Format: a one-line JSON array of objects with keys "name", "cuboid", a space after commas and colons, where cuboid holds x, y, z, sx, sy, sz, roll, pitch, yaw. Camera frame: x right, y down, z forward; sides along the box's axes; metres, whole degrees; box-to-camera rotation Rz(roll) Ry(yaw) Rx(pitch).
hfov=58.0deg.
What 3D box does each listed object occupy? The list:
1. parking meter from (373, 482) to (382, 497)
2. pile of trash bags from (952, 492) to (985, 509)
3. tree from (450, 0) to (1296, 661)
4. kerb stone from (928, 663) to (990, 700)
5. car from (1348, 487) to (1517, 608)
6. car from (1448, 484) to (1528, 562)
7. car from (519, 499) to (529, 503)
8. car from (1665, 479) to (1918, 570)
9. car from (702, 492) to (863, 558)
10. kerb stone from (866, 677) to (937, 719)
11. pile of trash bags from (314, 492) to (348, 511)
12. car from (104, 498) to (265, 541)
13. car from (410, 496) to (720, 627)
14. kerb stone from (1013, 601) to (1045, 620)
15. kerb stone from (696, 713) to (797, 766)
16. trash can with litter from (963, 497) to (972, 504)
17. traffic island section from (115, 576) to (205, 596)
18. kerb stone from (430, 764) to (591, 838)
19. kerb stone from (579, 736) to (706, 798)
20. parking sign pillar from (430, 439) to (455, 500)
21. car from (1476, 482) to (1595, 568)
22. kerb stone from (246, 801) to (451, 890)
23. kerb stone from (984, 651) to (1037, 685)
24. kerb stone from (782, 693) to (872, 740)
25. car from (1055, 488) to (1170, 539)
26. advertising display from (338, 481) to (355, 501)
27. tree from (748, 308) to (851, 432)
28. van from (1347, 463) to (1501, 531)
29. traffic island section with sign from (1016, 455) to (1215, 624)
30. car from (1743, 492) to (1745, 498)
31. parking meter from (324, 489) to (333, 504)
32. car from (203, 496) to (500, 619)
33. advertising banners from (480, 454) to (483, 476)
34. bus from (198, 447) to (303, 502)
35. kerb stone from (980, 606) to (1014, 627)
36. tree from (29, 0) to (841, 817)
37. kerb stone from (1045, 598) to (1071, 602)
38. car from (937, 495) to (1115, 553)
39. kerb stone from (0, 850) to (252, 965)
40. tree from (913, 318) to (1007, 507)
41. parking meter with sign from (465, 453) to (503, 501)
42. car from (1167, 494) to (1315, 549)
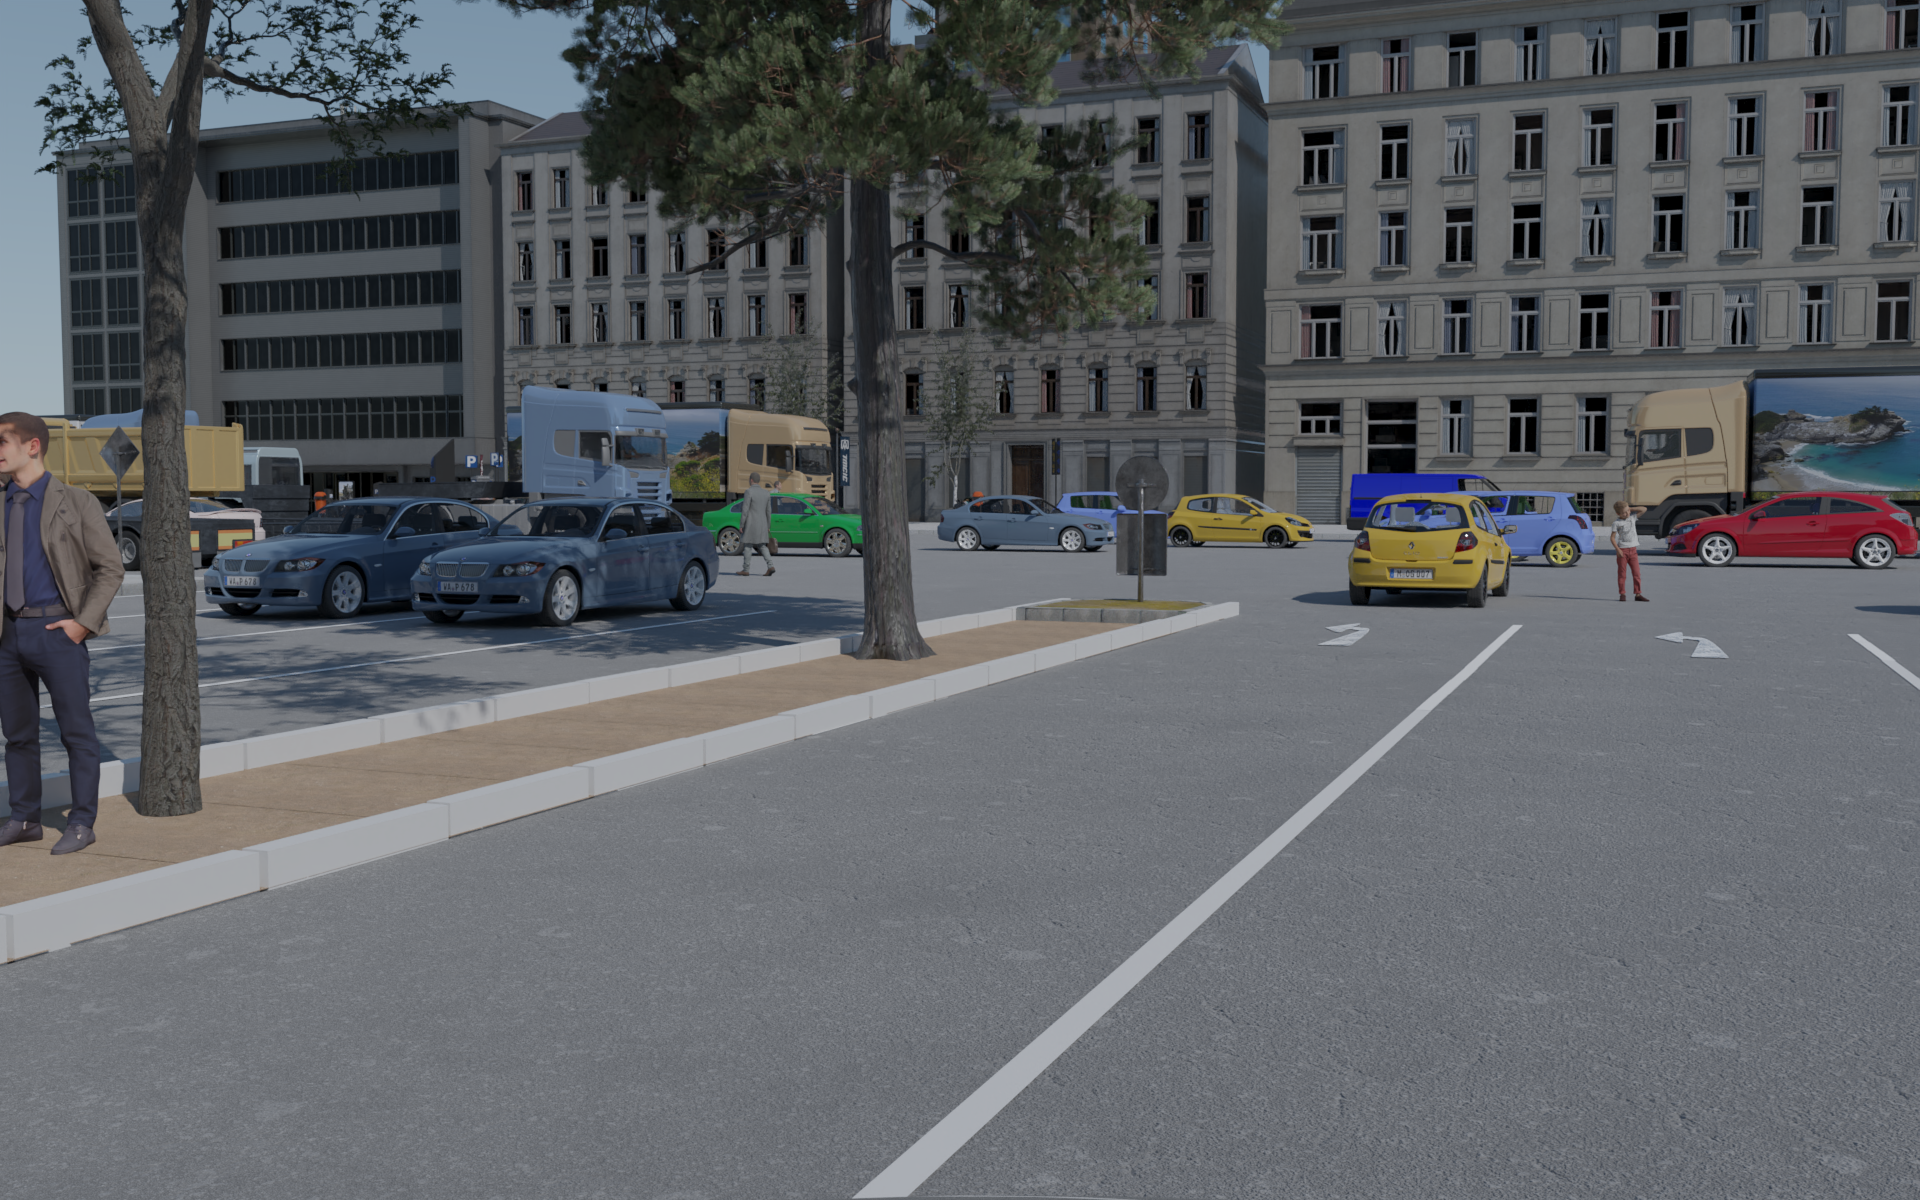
[{"name": "parking meter", "cuboid": [-28.090, -4.764, 83.605, 0.399, 1.863, 0.255, 1, 4, 20]}, {"name": "pile of trash bags", "cuboid": [0.592, -3.361, 64.704, 1.912, 1.369, 3.447, 0, 4, -4]}, {"name": "tree", "cuboid": [-0.713, -6.428, 14.983, 7.806, 13.903, 7.818, 0, 3, 0]}, {"name": "kerb stone", "cuboid": [-0.035, 0.594, 12.479, 0.120, 0.150, 1.000, 1, 4, 22]}, {"name": "car", "cuboid": [6.424, -0.808, 23.432, 2.015, 1.641, 3.980, 2, 4, 24]}, {"name": "car", "cuboid": [10.803, -1.723, 37.767, 3.694, 1.707, 1.945, 1, 4, 22]}, {"name": "car", "cuboid": [-13.969, -3.133, 61.011, 4.222, 1.686, 2.009, 1, 4, 23]}, {"name": "car", "cuboid": [16.316, -1.533, 34.107, 4.494, 1.783, 2.155, 1, 4, 22]}, {"name": "car", "cuboid": [-3.725, -1.922, 40.213, 4.718, 1.807, 1.959, 1, 4, 22]}, {"name": "kerb stone", "cuboid": [-0.422, 0.656, 11.526, 0.120, 0.150, 1.000, 1, 4, 22]}, {"name": "pile of trash bags", "cuboid": [-27.559, -4.080, 76.455, 1.912, 1.369, 3.447, 0, 4, 5]}, {"name": "car", "cuboid": [-17.462, -1.556, 37.807, 4.827, 1.381, 2.083, 1, 4, 22]}, {"name": "car", "cuboid": [-4.517, -0.514, 20.408, 2.014, 1.417, 4.499, 1, 4, 22]}, {"name": "kerb stone", "cuboid": [0.729, 0.139, 19.932, 0.120, 0.150, 1.000, 1, 4, 22]}, {"name": "kerb stone", "cuboid": [-1.206, 0.779, 9.612, 0.120, 0.150, 1.000, 1, 4, 22]}, {"name": "trash can with litter", "cuboid": [0.274, -3.934, 75.708, 0.624, 1.170, 1.055, -1, 4, -18]}, {"name": "traffic island section", "cuboid": [-12.396, -0.201, 25.568, 2.009, 0.180, 2.903, 1, 4, 22]}, {"name": "kerb stone", "cuboid": [-1.990, 0.891, 7.697, 0.120, 0.150, 1.000, 1, 4, 22]}, {"name": "kerb stone", "cuboid": [-1.593, 0.831, 8.657, 0.120, 0.150, 1.000, 1, 4, 22]}, {"name": "parking sign pillar", "cuboid": [-25.103, -5.843, 84.004, 1.447, 3.967, 1.447, 2, 4, 26]}, {"name": "car", "cuboid": [10.819, -1.545, 34.852, 3.694, 1.707, 1.945, 1, 4, 23]}, {"name": "kerb stone", "cuboid": [-2.366, 0.951, 6.740, 0.120, 0.150, 1.000, 1, 4, 22]}, {"name": "kerb stone", "cuboid": [0.351, 0.536, 13.437, 0.120, 0.150, 1.000, 1, 4, 22]}, {"name": "kerb stone", "cuboid": [-0.821, 0.711, 10.565, 0.120, 0.150, 1.000, 1, 4, 22]}, {"name": "car", "cuboid": [4.410, -2.455, 49.736, 3.694, 1.707, 1.945, 1, 4, 20]}, {"name": "advertising display", "cuboid": [-30.225, -4.904, 85.388, 0.974, 1.923, 0.123, 2, 4, 25]}, {"name": "tree", "cuboid": [-6.673, -7.297, 69.661, 4.360, 8.622, 3.978, 0, 3, 0]}, {"name": "van", "cuboid": [14.202, -2.864, 51.205, 5.245, 2.365, 2.240, 1, 4, 23]}, {"name": "traffic island section with sign", "cuboid": [1.923, -0.727, 20.021, 2.006, 1.907, 1.989, 1, 4, 22]}, {"name": "car", "cuboid": [20.851, -2.127, 43.813, 4.494, 1.783, 2.155, 1, 4, 20]}, {"name": "parking meter", "cuboid": [-29.914, -4.507, 82.093, 0.372, 1.533, 0.369, 0, 3, 0]}, {"name": "car", "cuboid": [-7.252, -0.585, 21.569, 2.014, 1.417, 4.499, 1, 4, 23]}, {"name": "advertising banners", "cuboid": [-21.099, -4.869, 75.795, 0.090, 3.025, 2.074, 0, 4, -1]}, {"name": "bus", "cuboid": [-33.110, -4.659, 71.040, 13.247, 3.499, 2.948, 1, 4, 21]}, {"name": "kerb stone", "cuboid": [0.335, 0.205, 18.977, 0.120, 0.150, 1.000, 1, 4, 22]}, {"name": "tree", "cuboid": [-3.391, -4.336, 7.762, 8.767, 10.594, 7.601, 1, 4, 22]}, {"name": "kerb stone", "cuboid": [1.120, 0.082, 20.887, 0.120, 0.150, 1.000, 1, 4, 22]}, {"name": "car", "cuboid": [1.668, -1.929, 43.545, 4.499, 1.417, 2.014, 1, 4, 23]}, {"name": "kerb stone", "cuboid": [-2.762, 1.008, 5.785, 0.120, 0.150, 1.000, 1, 4, 22]}, {"name": "tree", "cuboid": [-0.148, -7.459, 72.320, 4.360, 8.622, 3.978, 0, 3, 0]}, {"name": "parking meter with sign", "cuboid": [-21.234, -4.955, 77.268, 1.738, 3.016, 0.543, 2, 4, 26]}, {"name": "car", "cuboid": [7.498, -2.219, 46.510, 3.980, 1.641, 2.015, 2, 4, 24]}]
